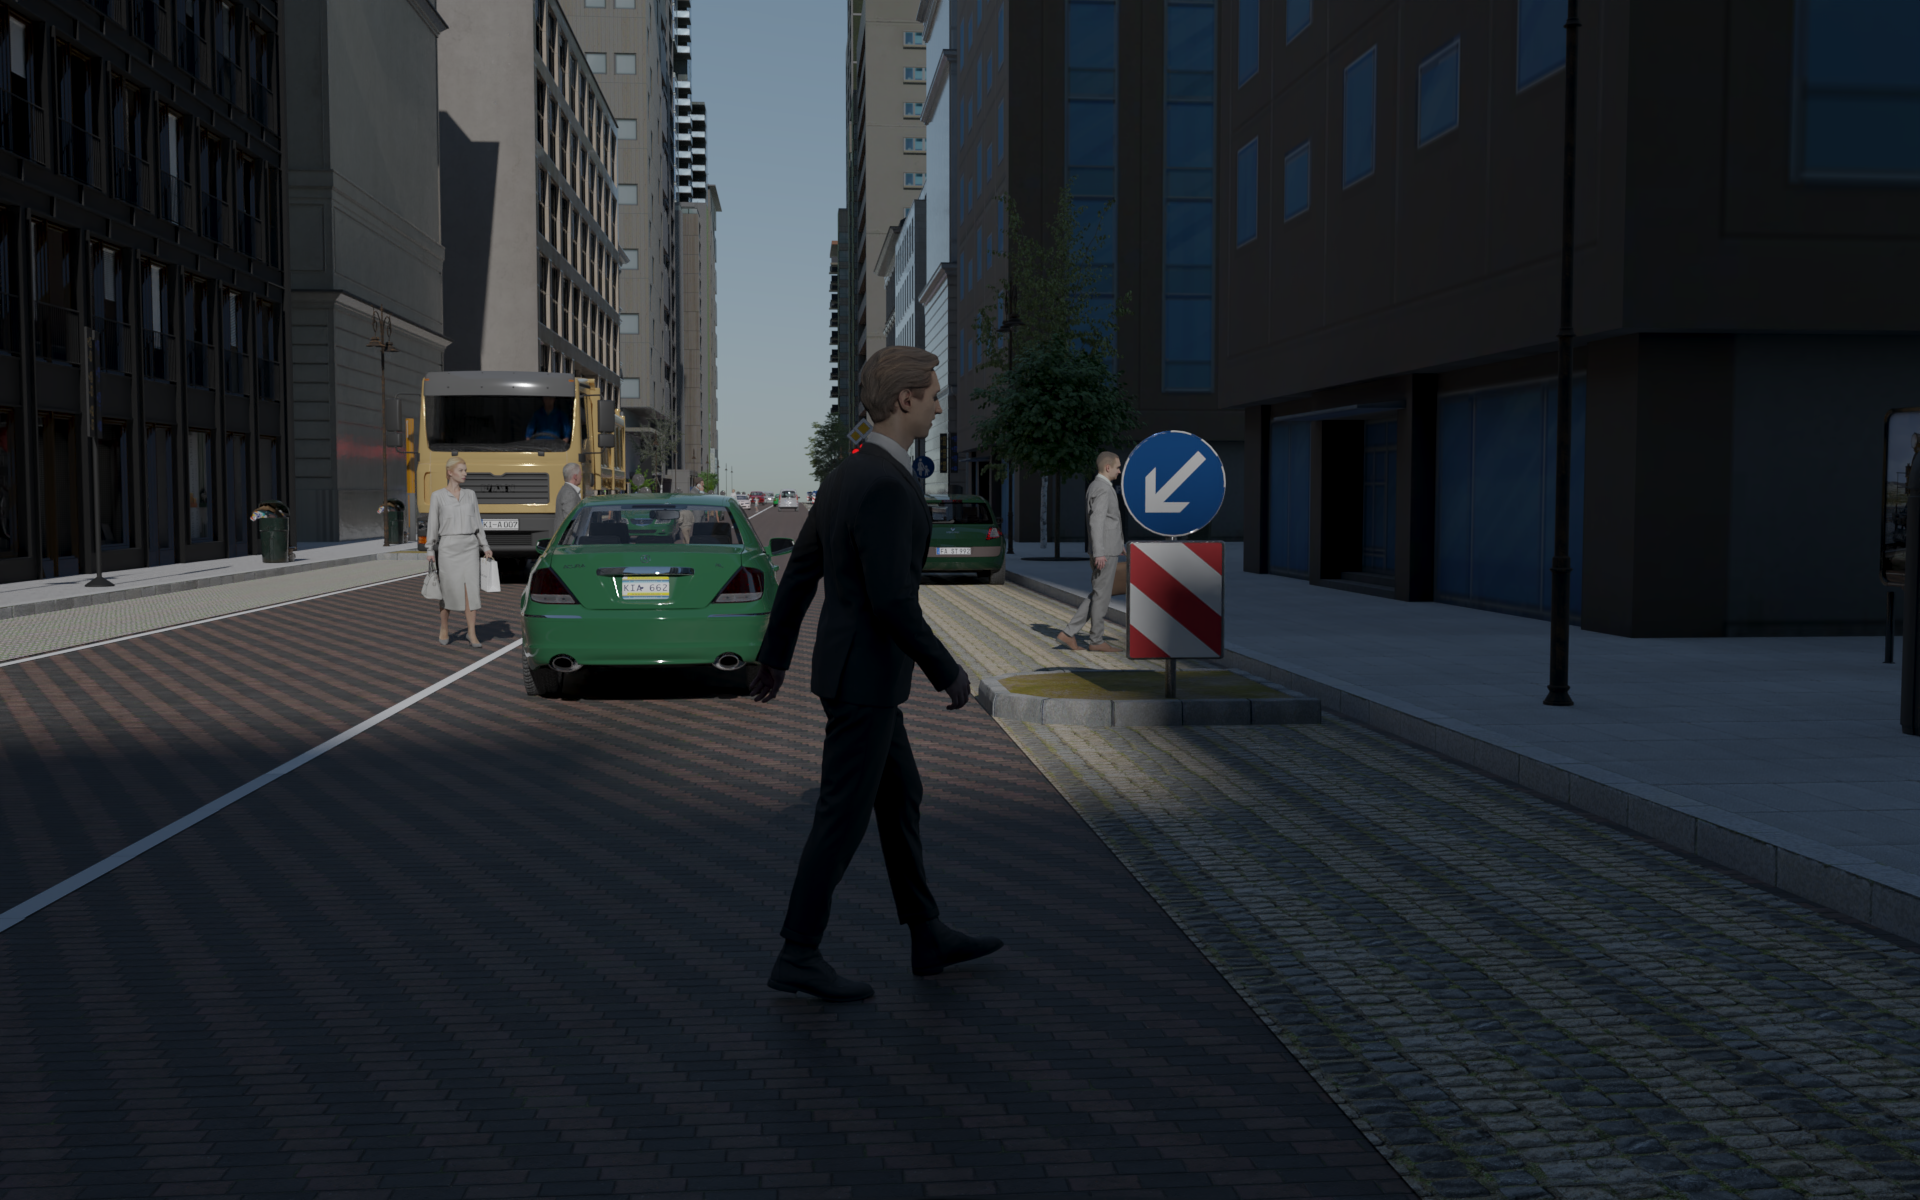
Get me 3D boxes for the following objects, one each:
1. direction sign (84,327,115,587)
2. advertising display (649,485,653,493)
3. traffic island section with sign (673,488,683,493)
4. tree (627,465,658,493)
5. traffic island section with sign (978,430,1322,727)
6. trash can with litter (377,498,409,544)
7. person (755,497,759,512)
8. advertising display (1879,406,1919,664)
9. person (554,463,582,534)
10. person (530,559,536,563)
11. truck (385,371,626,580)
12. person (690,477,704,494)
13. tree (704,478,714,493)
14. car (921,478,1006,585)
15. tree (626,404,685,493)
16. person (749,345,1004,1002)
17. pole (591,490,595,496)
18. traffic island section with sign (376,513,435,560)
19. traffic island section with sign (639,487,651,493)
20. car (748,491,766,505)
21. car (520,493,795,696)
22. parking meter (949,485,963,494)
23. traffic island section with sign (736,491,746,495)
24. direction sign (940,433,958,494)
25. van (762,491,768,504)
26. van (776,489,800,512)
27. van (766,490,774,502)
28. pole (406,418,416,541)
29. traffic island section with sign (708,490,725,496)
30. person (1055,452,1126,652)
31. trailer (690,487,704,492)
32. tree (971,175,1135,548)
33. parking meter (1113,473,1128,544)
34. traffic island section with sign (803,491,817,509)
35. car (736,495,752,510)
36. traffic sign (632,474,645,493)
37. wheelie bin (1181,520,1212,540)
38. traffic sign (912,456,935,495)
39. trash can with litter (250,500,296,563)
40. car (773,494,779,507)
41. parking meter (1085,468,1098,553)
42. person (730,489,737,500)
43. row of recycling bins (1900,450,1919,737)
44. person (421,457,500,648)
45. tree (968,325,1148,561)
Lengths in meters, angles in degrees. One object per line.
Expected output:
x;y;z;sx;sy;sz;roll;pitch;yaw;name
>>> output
-11.937;-1.953;23.923;0.379;3.537;0.876;-1;4;-16;direction sign
-20.919;-6.836;116.974;0.123;1.923;0.974;-2;4;-24;advertising display
-19.538;-6.839;120.440;1.989;1.847;2.006;0;4;-5;traffic island section with sign
-21.382;-7.371;115.122;1.663;3.219;1.824;0;3;0;tree
1.156;-0.180;11.565;1.989;1.847;2.006;0;4;-5;traffic island section with sign
-14.574;-2.033;44.624;0.624;1.170;1.055;0;4;-5;trash can with litter
-16.070;-7.575;137.373;0.382;1.210;0.505;-2;4;-24;person
7.095;-0.455;12.659;0.123;1.923;0.974;0;4;-7;advertising display
-4.236;-0.628;19.162;0.834;1.777;0.661;-2;4;-28;person
-9.004;-1.642;35.768;0.576;1.772;0.534;0;4;-3;person
-7.521;-2.110;30.421;3.469;3.379;9.791;0;4;-7;truck
-6.327;-2.086;42.418;0.447;1.846;0.655;1;4;14;person
-30.106;-13.143;209.487;1.663;3.219;1.824;0;3;0;tree
-0.239;-1.143;28.480;2.009;1.686;4.222;0;4;-4;car
-23.980;-11.450;137.573;4.360;8.622;3.978;0;3;0;tree
-0.197;0.200;5.000;0.755;1.850;0.659;-1;4;-17;person
-18.530;-5.723;87.407;0.158;3.312;0.155;0;3;0;pole
-11.648;-1.808;38.194;1.989;1.847;2.006;0;4;-5;traffic island section with sign
-16.943;-5.190;93.478;1.989;1.847;2.006;0;4;-5;traffic island section with sign
-25.773;-12.894;219.496;2.281;1.827;5.304;0;4;-6;car
-2.367;-0.124;13.820;2.131;1.459;4.920;0;4;-7;car
-0.106;-2.308;46.140;0.372;1.533;0.369;0;3;0;parking meter
-34.657;-16.490;278.230;1.989;1.847;2.006;0;4;-5;traffic island section with sign
-0.412;-4.424;64.331;0.876;3.537;0.379;3;5;41;direction sign
-27.801;-14.372;241.994;2.013;2.044;4.112;0;4;-5;van
-14.158;-8.295;142.642;2.013;2.044;4.112;0;4;-7;van
-30.811;-16.706;280.158;2.013;2.044;4.112;0;4;-6;van
-14.849;-3.241;46.833;0.158;3.312;0.155;0;3;0;pole
-24.160;-9.790;168.698;1.989;1.847;2.006;0;4;-5;traffic island section with sign
1.301;-0.429;15.634;0.853;1.813;0.709;0;4;-4;person
-20.239;-7.709;133.088;1.471;1.999;3.904;0;4;-6;trailer
2.018;-5.535;40.867;4.737;8.622;4.395;0;3;0;tree
4.145;-2.377;44.568;0.399;1.863;0.255;1;4;23;parking meter
-16.676;-11.565;197.714;1.989;1.847;2.006;0;4;-5;traffic island section with sign
-19.990;-8.885;157.631;2.083;1.381;4.827;0;4;-7;car
-19.993;-6.579;107.667;0.768;2.556;0.104;0;4;-5;traffic sign
5.465;-1.981;40.296;0.980;1.594;0.693;-1;4;-13;wheelie bin
-1.213;-3.503;57.385;0.768;2.556;0.104;0;4;4;traffic sign
-12.846;-1.290;32.477;0.624;1.170;1.055;0;4;-8;trash can with litter
-20.053;-11.358;194.497;1.959;1.807;4.718;0;4;-4;car
2.910;-1.976;38.012;0.255;1.863;0.399;1;4;22;parking meter
-16.675;-7.277;127.698;0.478;1.798;0.641;2;4;30;person
6.810;-0.132;9.276;3.534;1.692;1.069;-1;4;-10;row of recycling bins
-4.704;-0.455;16.290;0.694;1.780;0.624;-1;4;-20;person
1.961;-3.050;33.577;4.285;4.588;4.351;0;3;0;tree
